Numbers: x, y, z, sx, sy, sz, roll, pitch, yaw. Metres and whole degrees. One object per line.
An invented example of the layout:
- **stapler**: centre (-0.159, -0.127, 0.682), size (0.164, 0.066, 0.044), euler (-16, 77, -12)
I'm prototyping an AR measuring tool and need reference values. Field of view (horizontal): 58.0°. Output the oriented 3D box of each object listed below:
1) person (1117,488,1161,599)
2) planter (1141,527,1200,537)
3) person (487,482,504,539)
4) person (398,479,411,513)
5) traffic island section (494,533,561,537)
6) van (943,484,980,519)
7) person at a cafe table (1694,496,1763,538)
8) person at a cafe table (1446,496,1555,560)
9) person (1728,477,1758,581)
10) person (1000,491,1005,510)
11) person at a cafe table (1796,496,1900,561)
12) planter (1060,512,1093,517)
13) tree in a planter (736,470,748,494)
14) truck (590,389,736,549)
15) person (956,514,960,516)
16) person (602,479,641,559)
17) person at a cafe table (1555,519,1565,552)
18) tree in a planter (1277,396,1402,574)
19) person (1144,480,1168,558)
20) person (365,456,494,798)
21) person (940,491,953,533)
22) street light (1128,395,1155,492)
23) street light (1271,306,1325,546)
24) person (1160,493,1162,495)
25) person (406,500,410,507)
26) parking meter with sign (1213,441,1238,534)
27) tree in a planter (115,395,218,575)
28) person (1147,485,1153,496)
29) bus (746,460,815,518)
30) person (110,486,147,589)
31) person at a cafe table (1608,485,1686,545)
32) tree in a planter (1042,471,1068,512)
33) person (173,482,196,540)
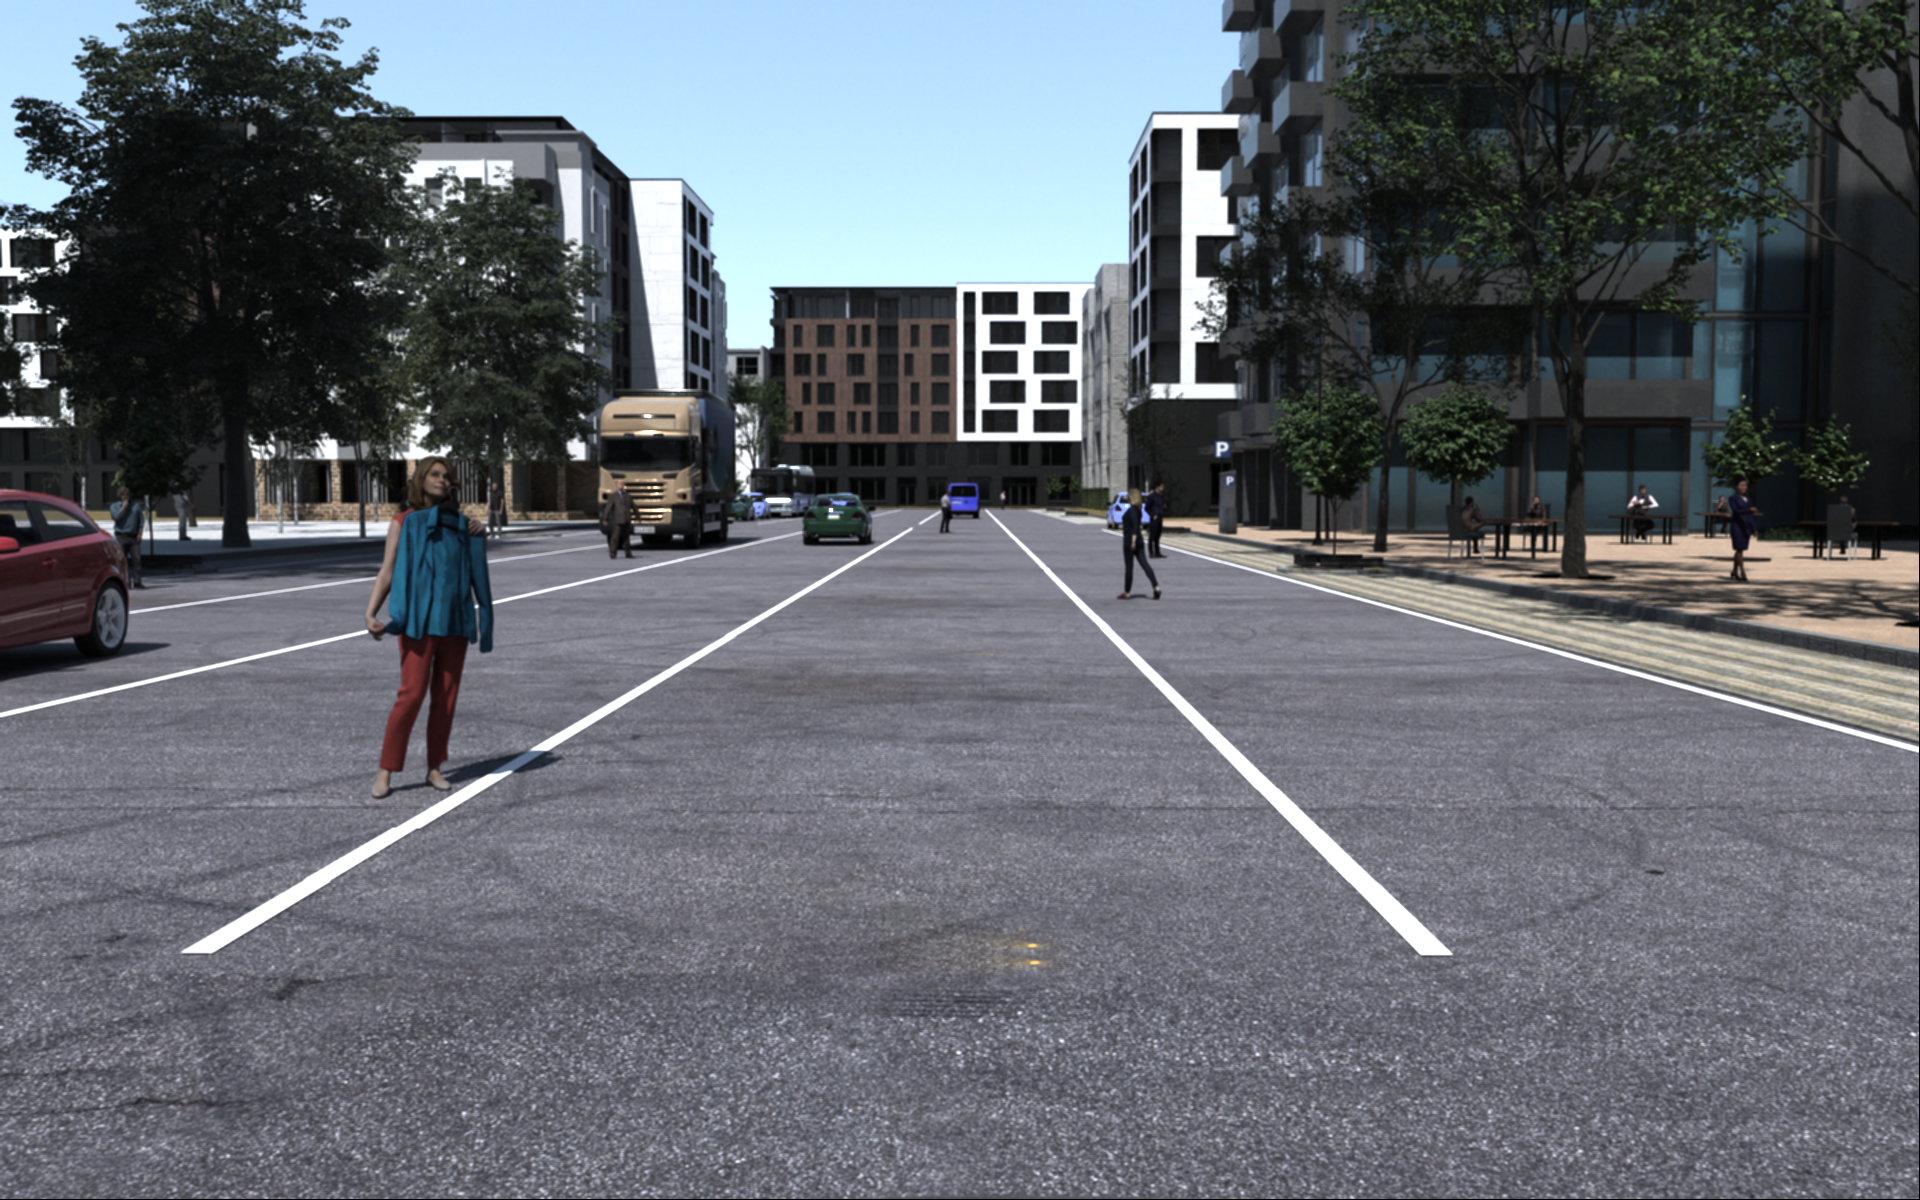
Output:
- **person**: centre (2.440, -0.766, 23.564), size (0.613, 1.512, 0.480), euler (1, 4, 8)
- **planter**: centre (7.000, -2.291, 58.592), size (1.991, 0.319, 1.994), euler (0, 4, 0)
- **person**: centre (-14.952, -2.875, 55.631), size (0.598, 1.807, 0.434), euler (2, 4, 34)
- **person**: centre (-17.248, -2.894, 54.042), size (0.600, 1.739, 0.565), euler (2, 4, 34)
- **traffic island section**: centre (-14.587, -2.183, 58.558), size (1.991, 0.108, 1.994), euler (0, 4, 0)
- **van**: centre (0.141, -6.036, 103.068), size (2.240, 2.365, 5.245), euler (0, 4, -1)
- **person at a cafe table**: centre (22.426, -2.439, 50.734), size (1.698, 1.238, 1.726), euler (1, 4, 13)
- **person at a cafe table**: centre (10.347, -1.417, 34.025), size (1.726, 1.238, 1.698), euler (-2, 4, -24)
- **person**: centre (11.631, -1.050, 25.577), size (0.453, 1.535, 0.546), euler (-3, 4, -38)
- **person**: centre (3.977, -9.077, 157.841), size (0.436, 1.711, 0.756), euler (3, 5, 44)
- **person at a cafe table**: centre (17.282, -1.404, 33.819), size (1.698, 1.238, 1.726), euler (2, 4, 34)
- **planter**: centre (7.276, -5.339, 108.436), size (1.991, 0.319, 1.994), euler (0, 4, 0)
- **tree in a planter**: centre (-14.294, -6.813, 108.619), size (1.991, 3.239, 1.994), euler (0, 4, 0)
- **truck**: centre (-8.070, -3.642, 48.468), size (2.839, 4.237, 11.283), euler (0, 4, -1)
- **person**: centre (-0.128, -6.209, 113.276), size (0.557, 1.426, 1.065), euler (2, 4, 27)
- **person**: centre (-7.502, -1.803, 38.537), size (0.990, 1.755, 0.434), euler (-3, 5, -39)
- **person at a cafe table**: centre (12.804, -1.709, 38.805), size (1.698, 1.238, 1.726), euler (2, 4, 33)
- **tree in a planter**: centre (6.848, -2.100, 31.559), size (1.991, 3.239, 1.994), euler (0, 4, 0)
- **person**: centre (4.446, -1.807, 38.757), size (0.504, 1.737, 0.576), euler (2, 4, 29)
- **person**: centre (-2.553, 0.113, 8.355), size (0.593, 1.614, 0.444), euler (-1, 4, -17)
- **person**: centre (-0.527, -3.260, 64.017), size (0.590, 1.554, 0.614), euler (-2, 4, -26)
- **street light**: centre (8.558, -6.638, 81.067), size (1.470, 5.913, 1.316), euler (0, 4, 0)
- **street light**: centre (8.374, -4.307, 42.956), size (1.470, 5.913, 1.316), euler (0, 4, 0)
- **person**: centre (8.658, -4.041, 76.025), size (0.435, 1.345, 0.340), euler (1, 4, 22)
- **person**: centre (-10.778, -1.563, 34.784), size (0.841, 1.734, 0.376), euler (1, 4, 12)
- **parking meter with sign**: centre (8.649, -3.660, 56.101), size (0.543, 3.016, 1.738), euler (0, 4, -4)
- **tree in a planter**: centre (-14.721, -2.094, 31.456), size (1.991, 3.239, 1.994), euler (0, 4, 0)
- **person**: centre (9.832, -4.999, 88.493), size (1.217, 1.736, 0.721), euler (-2, 4, -28)
- **bus**: centre (-11.044, -6.932, 108.201), size (2.948, 3.499, 13.247), euler (0, 4, 1)
- **person**: centre (-12.475, -0.936, 26.017), size (0.499, 1.552, 0.429), euler (-1, 4, -15)
- **person at a cafe table**: centre (17.593, -2.203, 44.537), size (1.698, 1.524, 1.622), euler (1, 4, 11)
- **tree in a planter**: centre (7.430, -8.457, 135.493), size (1.991, 3.239, 1.994), euler (0, 4, 0)
- **person**: centre (-21.581, -2.570, 48.204), size (0.789, 1.805, 0.875), euler (-3, 5, -41)
